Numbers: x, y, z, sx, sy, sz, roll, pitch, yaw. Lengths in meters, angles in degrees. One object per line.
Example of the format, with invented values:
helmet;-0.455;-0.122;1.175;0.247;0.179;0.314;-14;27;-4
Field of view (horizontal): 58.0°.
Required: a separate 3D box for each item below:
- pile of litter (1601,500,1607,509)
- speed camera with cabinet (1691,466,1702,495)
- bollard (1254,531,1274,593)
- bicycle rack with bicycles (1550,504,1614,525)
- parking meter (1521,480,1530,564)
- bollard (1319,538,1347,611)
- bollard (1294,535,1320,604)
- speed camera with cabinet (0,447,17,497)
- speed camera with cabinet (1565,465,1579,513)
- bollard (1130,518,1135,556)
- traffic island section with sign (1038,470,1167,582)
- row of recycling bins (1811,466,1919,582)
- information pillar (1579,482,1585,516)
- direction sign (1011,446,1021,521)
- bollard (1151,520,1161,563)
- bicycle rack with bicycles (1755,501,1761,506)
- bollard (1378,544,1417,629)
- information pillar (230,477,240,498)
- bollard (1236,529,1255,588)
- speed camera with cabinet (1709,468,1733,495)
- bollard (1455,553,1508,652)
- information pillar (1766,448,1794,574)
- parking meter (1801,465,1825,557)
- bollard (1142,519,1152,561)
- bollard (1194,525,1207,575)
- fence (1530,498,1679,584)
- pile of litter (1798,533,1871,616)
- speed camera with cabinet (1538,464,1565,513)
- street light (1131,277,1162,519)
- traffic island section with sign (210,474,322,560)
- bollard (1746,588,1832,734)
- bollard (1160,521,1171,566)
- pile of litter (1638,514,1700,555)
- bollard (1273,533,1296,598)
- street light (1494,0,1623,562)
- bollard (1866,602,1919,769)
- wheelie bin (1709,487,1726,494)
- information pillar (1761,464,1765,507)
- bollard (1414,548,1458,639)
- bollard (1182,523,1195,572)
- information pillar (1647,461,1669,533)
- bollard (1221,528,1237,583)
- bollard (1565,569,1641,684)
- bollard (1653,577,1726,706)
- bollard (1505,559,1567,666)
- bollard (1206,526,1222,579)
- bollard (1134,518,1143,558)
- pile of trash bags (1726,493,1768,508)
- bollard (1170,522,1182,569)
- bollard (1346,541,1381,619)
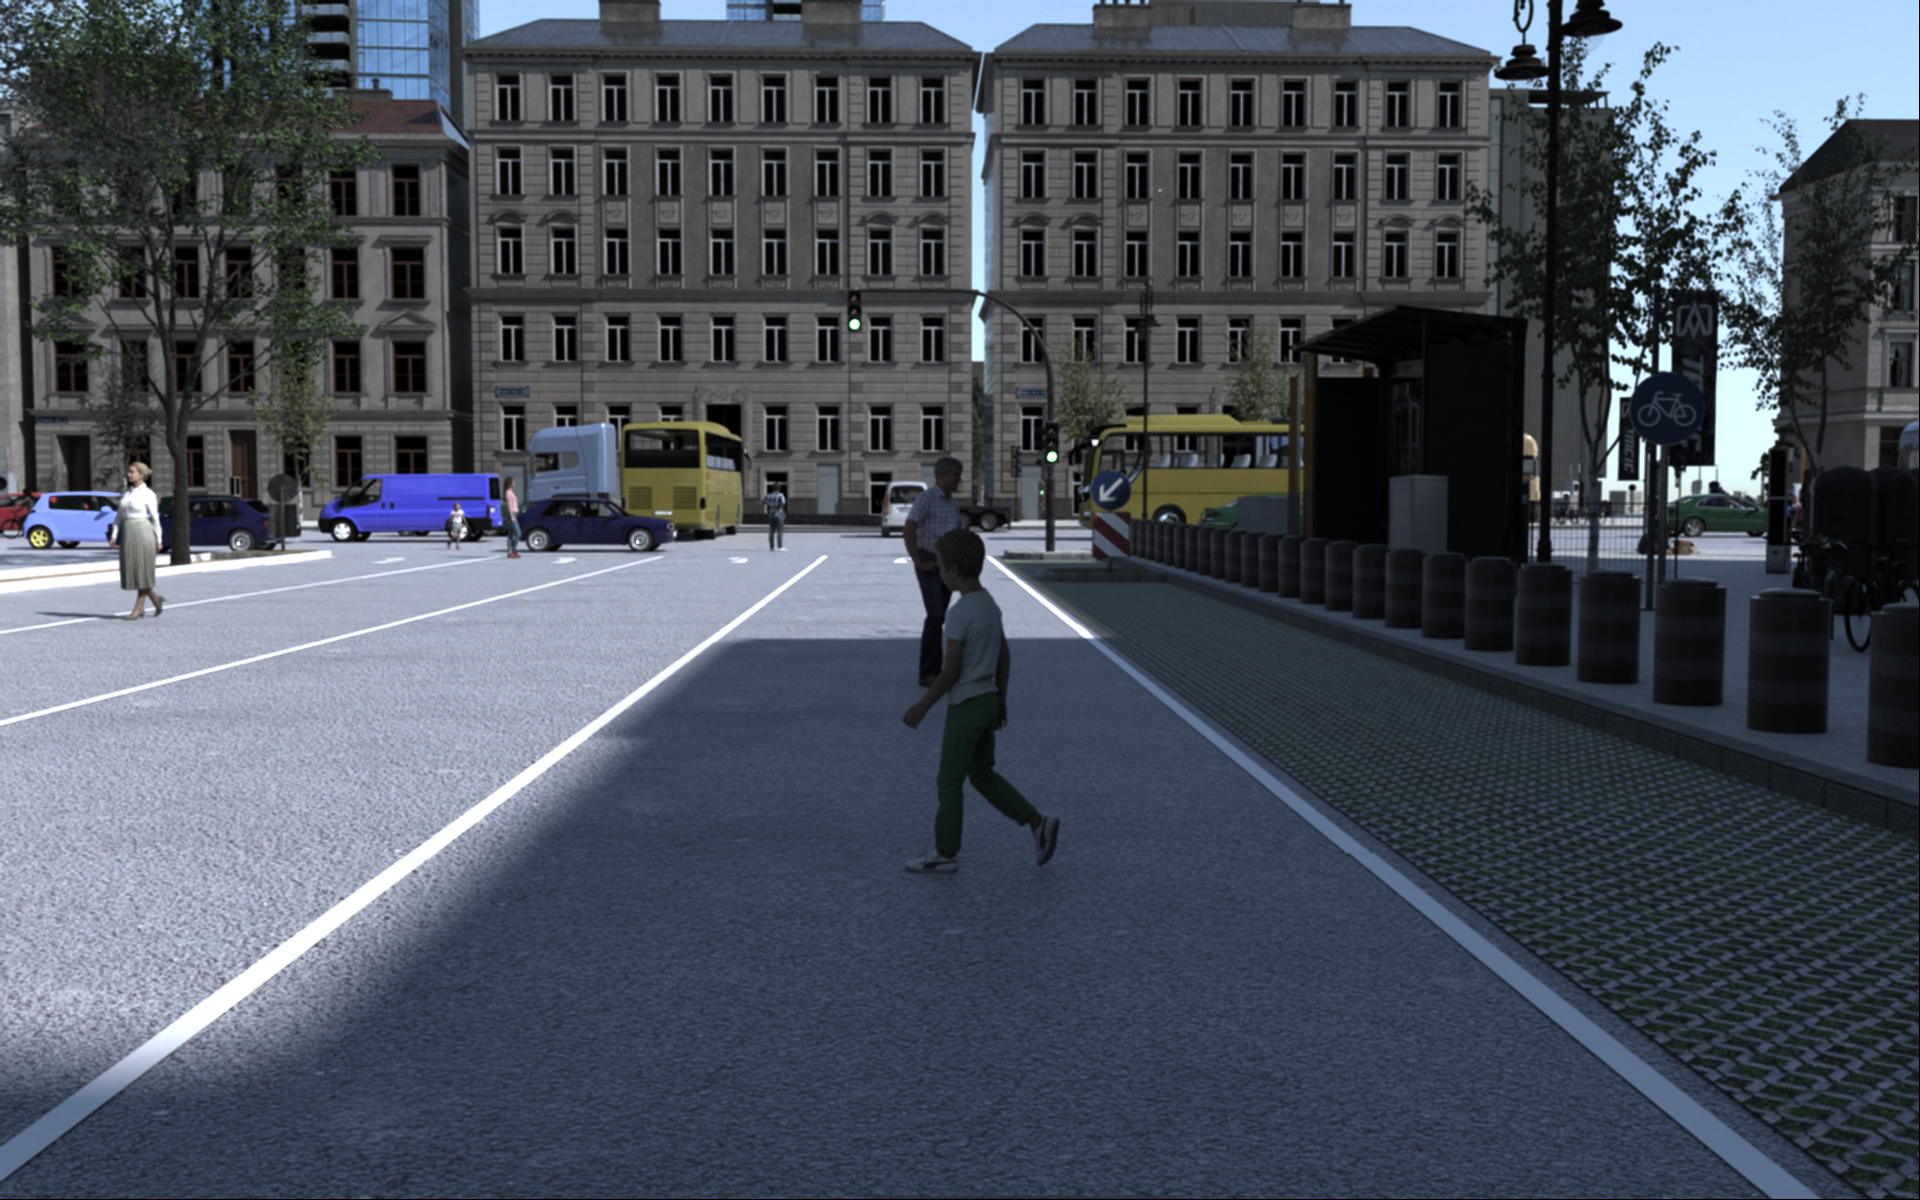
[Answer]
pile of litter;48.852;-7.204;131.742;1.176;0.858;1.719;-1;4;-16
speed camera with cabinet;49.221;-7.424;115.725;0.660;3.252;2.038;2;4;24
bollard;4.125;-0.489;22.710;0.404;0.777;0.398;0;3;0
bicycle rack with bicycles;25.717;-3.600;72.246;2.925;0.926;2.852;-2;4;-32
parking meter;10.357;-1.449;32.109;0.372;1.533;0.369;0;3;0
bollard;4.232;-0.268;19.092;0.404;0.777;0.398;0;3;0
bollard;4.195;-0.341;20.293;0.404;0.777;0.398;0;3;0
speed camera with cabinet;-40.752;-4.798;72.775;2.038;3.252;0.660;0;4;7
speed camera with cabinet;41.189;-7.535;117.526;2.038;3.252;0.660;-3;5;-39
bollard;3.741;-1.300;35.966;0.404;0.777;0.398;0;3;0
traffic island section with sign;2.319;-1.238;28.865;1.989;1.847;2.006;0;4;-2
row of recycling bins;14.256;-1.167;26.186;3.534;1.692;1.069;-2;4;-30
information pillar;37.208;-6.064;103.634;0.304;2.012;0.304;2;4;27
direction sign;2.635;-5.460;81.276;0.379;3.537;0.876;2;4;31
bollard;3.845;-1.078;32.346;0.404;0.777;0.398;0;3;0
bicycle rack with bicycles;49.036;-5.862;109.219;2.852;0.926;2.925;0;4;-1
bollard;4.303;-0.120;16.678;0.404;0.777;0.398;0;3;0
information pillar;-31.102;-4.271;74.328;0.304;2.012;0.304;1;4;20
bollard;4.091;-0.563;23.917;0.404;0.777;0.398;0;3;0
speed camera with cabinet;57.660;-8.370;131.187;2.038;3.252;0.660;-2;4;-25
bollard;4.370;0.027;14.276;0.404;0.777;0.398;0;3;0
information pillar;13.210;-1.432;27.908;0.304;2.012;0.304;3;5;42
parking meter;17.405;-1.815;35.388;0.399;1.863;0.255;1;4;20
bollard;3.810;-1.152;33.549;0.404;0.777;0.398;0;3;0
bollard;3.988;-0.783;27.521;0.404;0.777;0.398;0;3;0
fence;8.632;-0.733;23.191;2.264;1.192;0.480;-1;4;-9
pile of litter;9.672;-0.304;18.943;1.176;0.858;1.719;0;4;5
speed camera with cabinet;38.916;-7.347;114.465;0.660;3.252;2.038;-1;4;-12
street light;3.980;-3.936;37.141;0.468;5.910;1.993;0;4;-2
traffic island section with sign;-15.265;-1.855;38.469;2.006;1.907;1.989;0;4;-2
bollard;4.512;0.323;9.431;0.404;0.777;0.398;0;3;0
bollard;3.881;-1.005;31.144;0.404;0.777;0.398;0;3;0
pile of litter;15.195;-1.407;36.968;1.719;0.858;1.176;-2;4;-25
bollard;4.159;-0.415;21.504;0.404;0.777;0.398;0;3;0
street light;4.752;-2.518;13.952;0.468;5.910;1.993;0;4;-2
bollard;4.545;0.397;8.230;0.404;0.777;0.398;0;3;0
wheelie bin;35.132;-4.428;80.307;0.980;1.594;0.693;-2;4;-29
information pillar;46.664;-6.684;100.630;0.183;3.616;0.504;3;4;36
bollard;4.338;-0.046;15.477;0.404;0.777;0.398;0;3;0
bollard;3.949;-0.857;28.728;0.404;0.777;0.398;0;3;0
information pillar;15.418;-2.066;38.274;0.304;2.012;0.304;-2;4;-32
bollard;4.053;-0.636;25.118;0.404;0.777;0.398;0;3;0
bollard;4.440;0.175;11.851;0.404;0.777;0.398;0;3;0
bollard;4.479;0.249;10.638;0.404;0.777;0.398;0;3;0
bollard;4.406;0.101;13.069;0.404;0.777;0.398;0;3;0
bollard;4.019;-0.710;26.320;0.404;0.777;0.398;0;3;0
bollard;3.772;-1.226;34.756;0.404;0.777;0.398;0;3;0
pile of trash bags;47.117;-5.736;103.541;1.912;1.369;3.447;-3;5;-41
bollard;3.911;-0.931;29.941;0.404;0.777;0.398;0;3;0
bollard;4.265;-0.194;17.891;0.404;0.777;0.398;0;3;0
